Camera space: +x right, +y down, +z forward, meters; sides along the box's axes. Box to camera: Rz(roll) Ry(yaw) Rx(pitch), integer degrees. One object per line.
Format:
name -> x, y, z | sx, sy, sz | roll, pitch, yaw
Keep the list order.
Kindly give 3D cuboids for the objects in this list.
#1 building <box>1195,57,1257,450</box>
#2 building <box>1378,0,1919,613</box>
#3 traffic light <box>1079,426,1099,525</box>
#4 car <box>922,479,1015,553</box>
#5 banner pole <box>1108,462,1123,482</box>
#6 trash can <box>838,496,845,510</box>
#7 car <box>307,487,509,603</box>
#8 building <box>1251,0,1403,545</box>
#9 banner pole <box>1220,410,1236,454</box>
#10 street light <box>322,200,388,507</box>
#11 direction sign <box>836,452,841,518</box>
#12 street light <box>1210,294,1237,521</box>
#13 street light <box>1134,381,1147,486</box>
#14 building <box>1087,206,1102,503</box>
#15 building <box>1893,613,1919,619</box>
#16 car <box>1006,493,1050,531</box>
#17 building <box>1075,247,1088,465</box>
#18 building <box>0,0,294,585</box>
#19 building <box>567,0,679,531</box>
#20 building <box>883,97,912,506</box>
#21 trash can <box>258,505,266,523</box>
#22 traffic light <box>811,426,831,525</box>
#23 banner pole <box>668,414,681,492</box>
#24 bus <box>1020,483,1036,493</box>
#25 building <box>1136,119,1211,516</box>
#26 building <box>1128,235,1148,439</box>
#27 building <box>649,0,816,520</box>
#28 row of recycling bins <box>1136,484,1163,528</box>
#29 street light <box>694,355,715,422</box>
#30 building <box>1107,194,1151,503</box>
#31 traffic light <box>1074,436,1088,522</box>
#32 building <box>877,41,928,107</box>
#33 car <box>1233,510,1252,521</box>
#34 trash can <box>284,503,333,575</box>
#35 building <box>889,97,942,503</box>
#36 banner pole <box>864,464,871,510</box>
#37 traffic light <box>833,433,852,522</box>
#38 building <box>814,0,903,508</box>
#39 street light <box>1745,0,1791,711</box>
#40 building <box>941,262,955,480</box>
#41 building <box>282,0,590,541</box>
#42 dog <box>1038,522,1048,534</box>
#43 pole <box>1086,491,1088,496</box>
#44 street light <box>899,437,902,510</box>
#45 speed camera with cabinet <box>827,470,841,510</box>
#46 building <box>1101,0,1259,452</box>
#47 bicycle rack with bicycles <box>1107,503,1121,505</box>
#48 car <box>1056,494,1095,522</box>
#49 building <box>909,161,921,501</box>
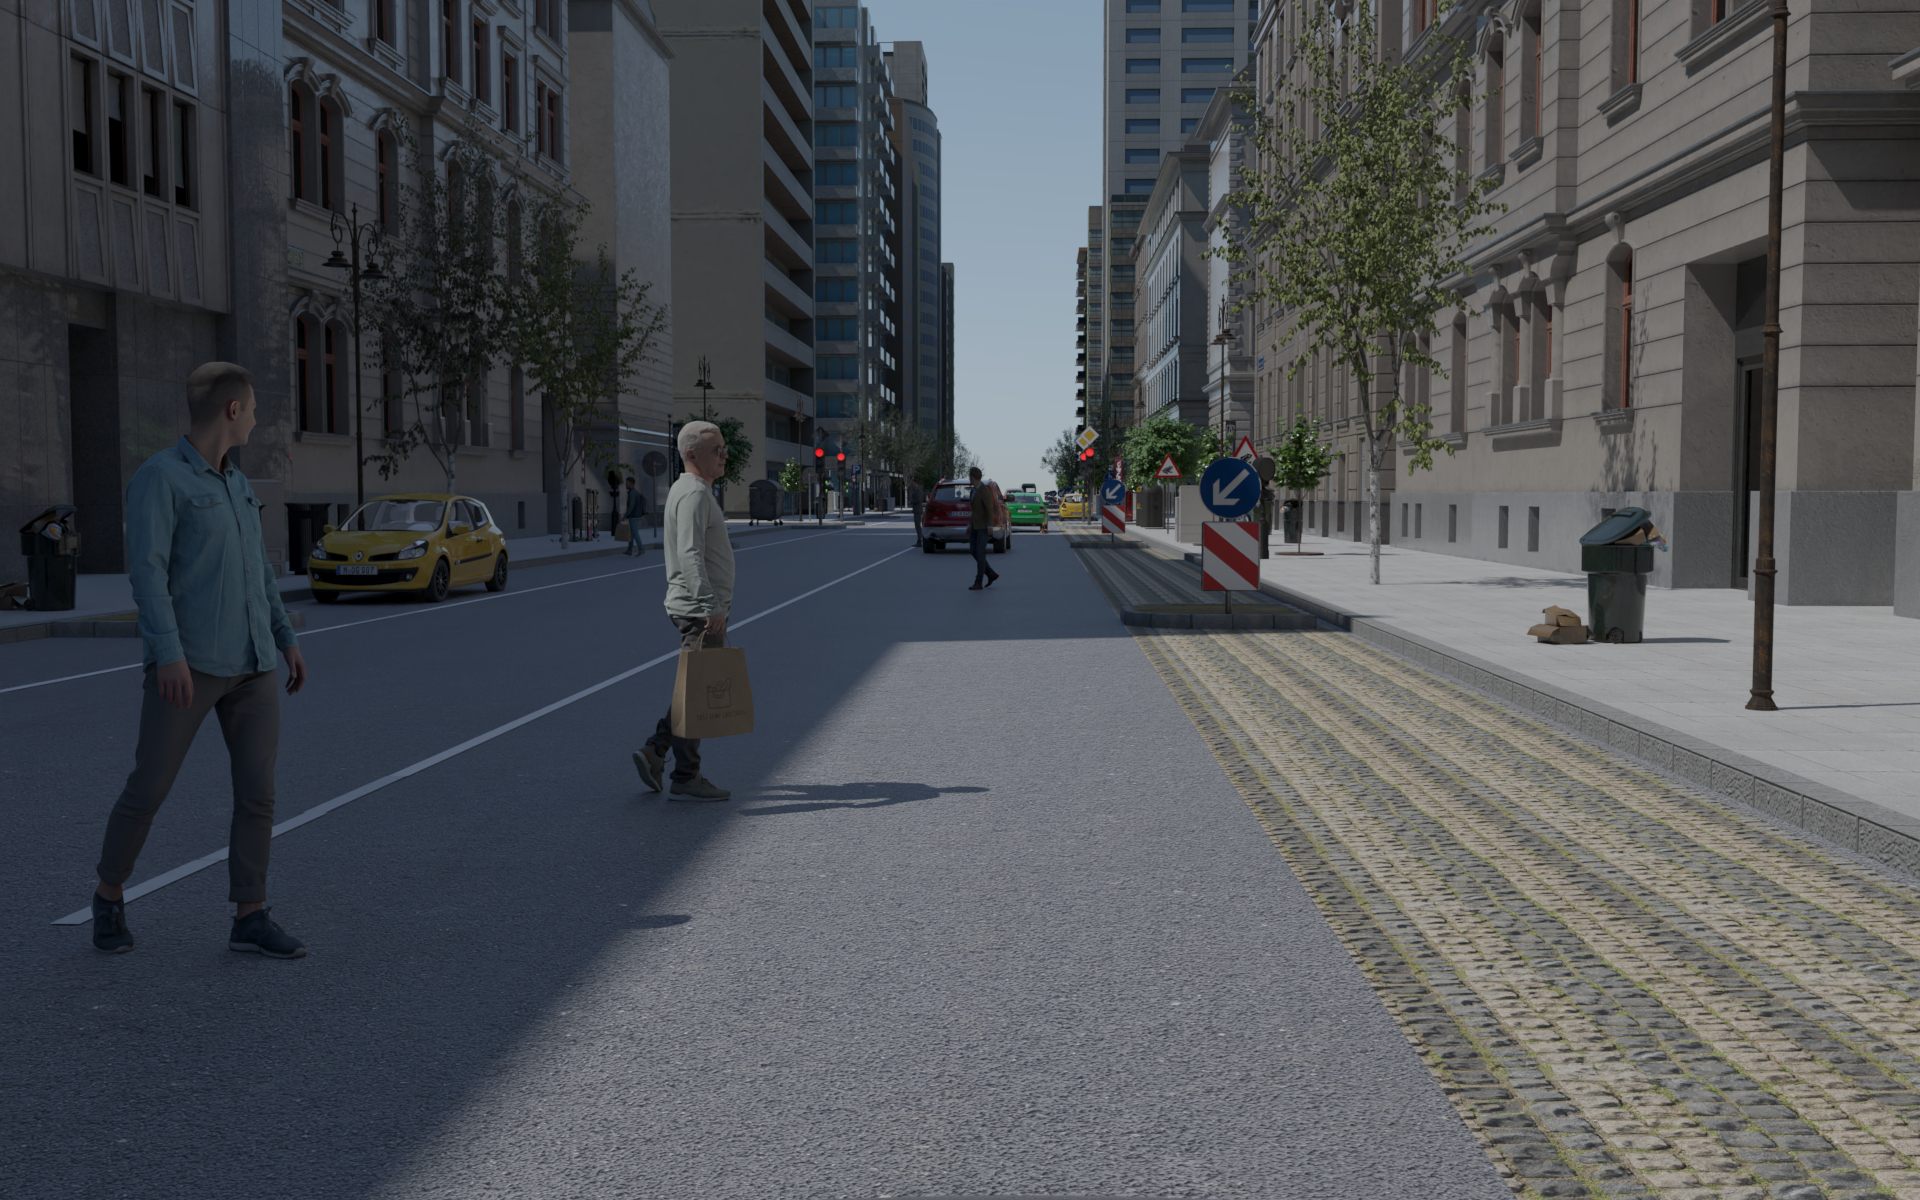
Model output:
building -> 22.098, -15.706, 85.675 | 19.941, 23.489, 11.050 | 0, 4, 2
building -> 16.158, -14.826, 29.791 | 14.401, 28.519, 23.554 | 0, 4, 2
traffic light -> 5.297, -5.029, 71.145 | 0.839, 4.253, 0.868 | 0, 4, 2
car -> 0.216, -2.133, 43.545 | 2.281, 1.827, 5.304 | 0, 4, 4
banner pole -> 11.009, -8.203, 124.136 | 0.863, 3.779, 0.401 | 1, 4, 12
trash can -> -9.685, -7.955, 141.715 | 0.748, 1.137, 0.748 | 0, 3, 0
car -> -7.635, -0.851, 24.130 | 2.015, 1.641, 3.980 | 0, 4, 3
building -> 16.543, -15.746, 54.709 | 12.463, 27.353, 25.104 | 0, 4, 2
banner pole -> 7.943, -3.766, 51.590 | 0.863, 3.779, 0.401 | -3, 5, -40
street light -> -9.587, -3.352, 27.598 | 0.468, 5.910, 1.993 | 0, 4, 2
direction sign -> -6.503, -6.219, 93.673 | 0.379, 3.537, 0.876 | 0, 4, 7
street light -> 6.084, -4.123, 40.198 | 0.468, 5.910, 1.993 | 0, 4, 2
street light -> 7.340, -5.988, 70.695 | 0.468, 5.910, 1.993 | 0, 4, 2
building -> 25.106, -34.460, 247.011 | 14.154, 41.232, 14.086 | 0, 4, 2
building -> 15.576, -13.372, 6.030 | 14.401, 28.519, 23.554 | 0, 4, 2
car -> 2.452, -3.508, 66.159 | 1.959, 1.807, 4.718 | 0, 4, 2
building -> 31.017, -39.359, 298.147 | 22.147, 44.769, 28.867 | 0, 4, 2
building -> -19.196, -12.528, 22.858 | 12.078, 24.808, 19.932 | 0, 4, 2
building -> -20.413, -13.153, 64.204 | 18.267, 20.994, 9.793 | 0, 4, 2
building -> -12.709, -33.183, 192.656 | 14.600, 45.320, 14.200 | 0, 4, 2
trash can -> -9.669, -0.704, 23.171 | 0.748, 1.137, 0.748 | 0, 3, 0
traffic light -> -5.755, -5.057, 71.598 | 0.839, 4.253, 0.868 | 0, 4, 2
banner pole -> -8.918, -3.917, 54.054 | 0.401, 3.779, 0.863 | -3, 5, -42
bus -> 11.848, -18.885, 303.621 | 2.948, 3.499, 13.247 | 0, 4, 0
building -> 20.465, -17.143, 113.571 | 16.112, 22.955, 30.059 | 0, 4, 2
building -> 20.595, -21.033, 141.154 | 12.463, 27.353, 25.104 | 0, 4, 2
building -> -20.025, -28.895, 96.134 | 21.300, 48.544, 21.600 | 0, 4, 2
row of recycling bins -> 7.467, -3.718, 67.908 | 1.069, 1.692, 3.534 | 0, 4, 3
street light -> -8.470, -5.184, 57.553 | 0.468, 5.910, 1.993 | 0, 4, 2
building -> 21.381, -24.293, 168.893 | 14.160, 30.474, 14.107 | 0, 4, 2
traffic light -> 5.636, -5.517, 79.123 | 0.839, 4.253, 0.868 | 0, 4, 2
building -> -13.462, -51.438, 279.258 | 20.563, 71.187, 20.611 | 0, 4, 2
car -> 13.495, -3.791, 73.984 | 4.499, 1.417, 2.014 | 0, 4, 4
trash can -> -10.381, -0.975, 27.602 | 0.748, 1.137, 0.748 | 0, 3, 0
building -> -13.964, -43.626, 255.279 | 21.231, 58.520, 28.212 | 0, 4, 2
banner pole -> -7.693, -9.362, 143.085 | 0.863, 3.779, 0.401 | 2, 4, 29
traffic light -> -5.416, -5.545, 79.575 | 0.839, 4.253, 0.868 | 0, 4, 2
building -> -18.193, -33.692, 170.468 | 23.786, 49.044, 30.456 | 0, 4, 2
street light -> 4.775, -2.285, 10.141 | 0.468, 5.910, 1.993 | 0, 4, 2
building -> -8.266, -37.557, 297.643 | 14.154, 41.232, 14.086 | 0, 4, 2
building -> -19.065, -15.729, 44.561 | 14.401, 28.519, 23.554 | 0, 4, 2
dog -> 2.967, -2.596, 62.643 | 0.550, 0.427, 0.748 | 3, 4, 39
pole -> 10.311, -8.976, 140.605 | 0.158, 3.312, 0.155 | 0, 3, 0
street light -> -4.771, -10.282, 140.890 | 0.468, 5.910, 1.993 | 0, 4, 2
speed camera with cabinet -> -10.487, -9.118, 143.412 | 0.660, 3.252, 2.038 | 2, 4, 32
building -> 26.099, -39.618, 189.746 | 21.231, 58.520, 28.212 | 0, 4, 2
bicycle rack with bicycles -> 10.807, -6.176, 114.360 | 2.852, 0.926, 2.925 | 0, 4, -5
car -> 6.004, -4.865, 89.766 | 2.015, 1.641, 3.980 | 0, 4, 2
building -> -12.182, -32.012, 206.983 | 14.154, 41.232, 14.086 | 0, 4, 2
